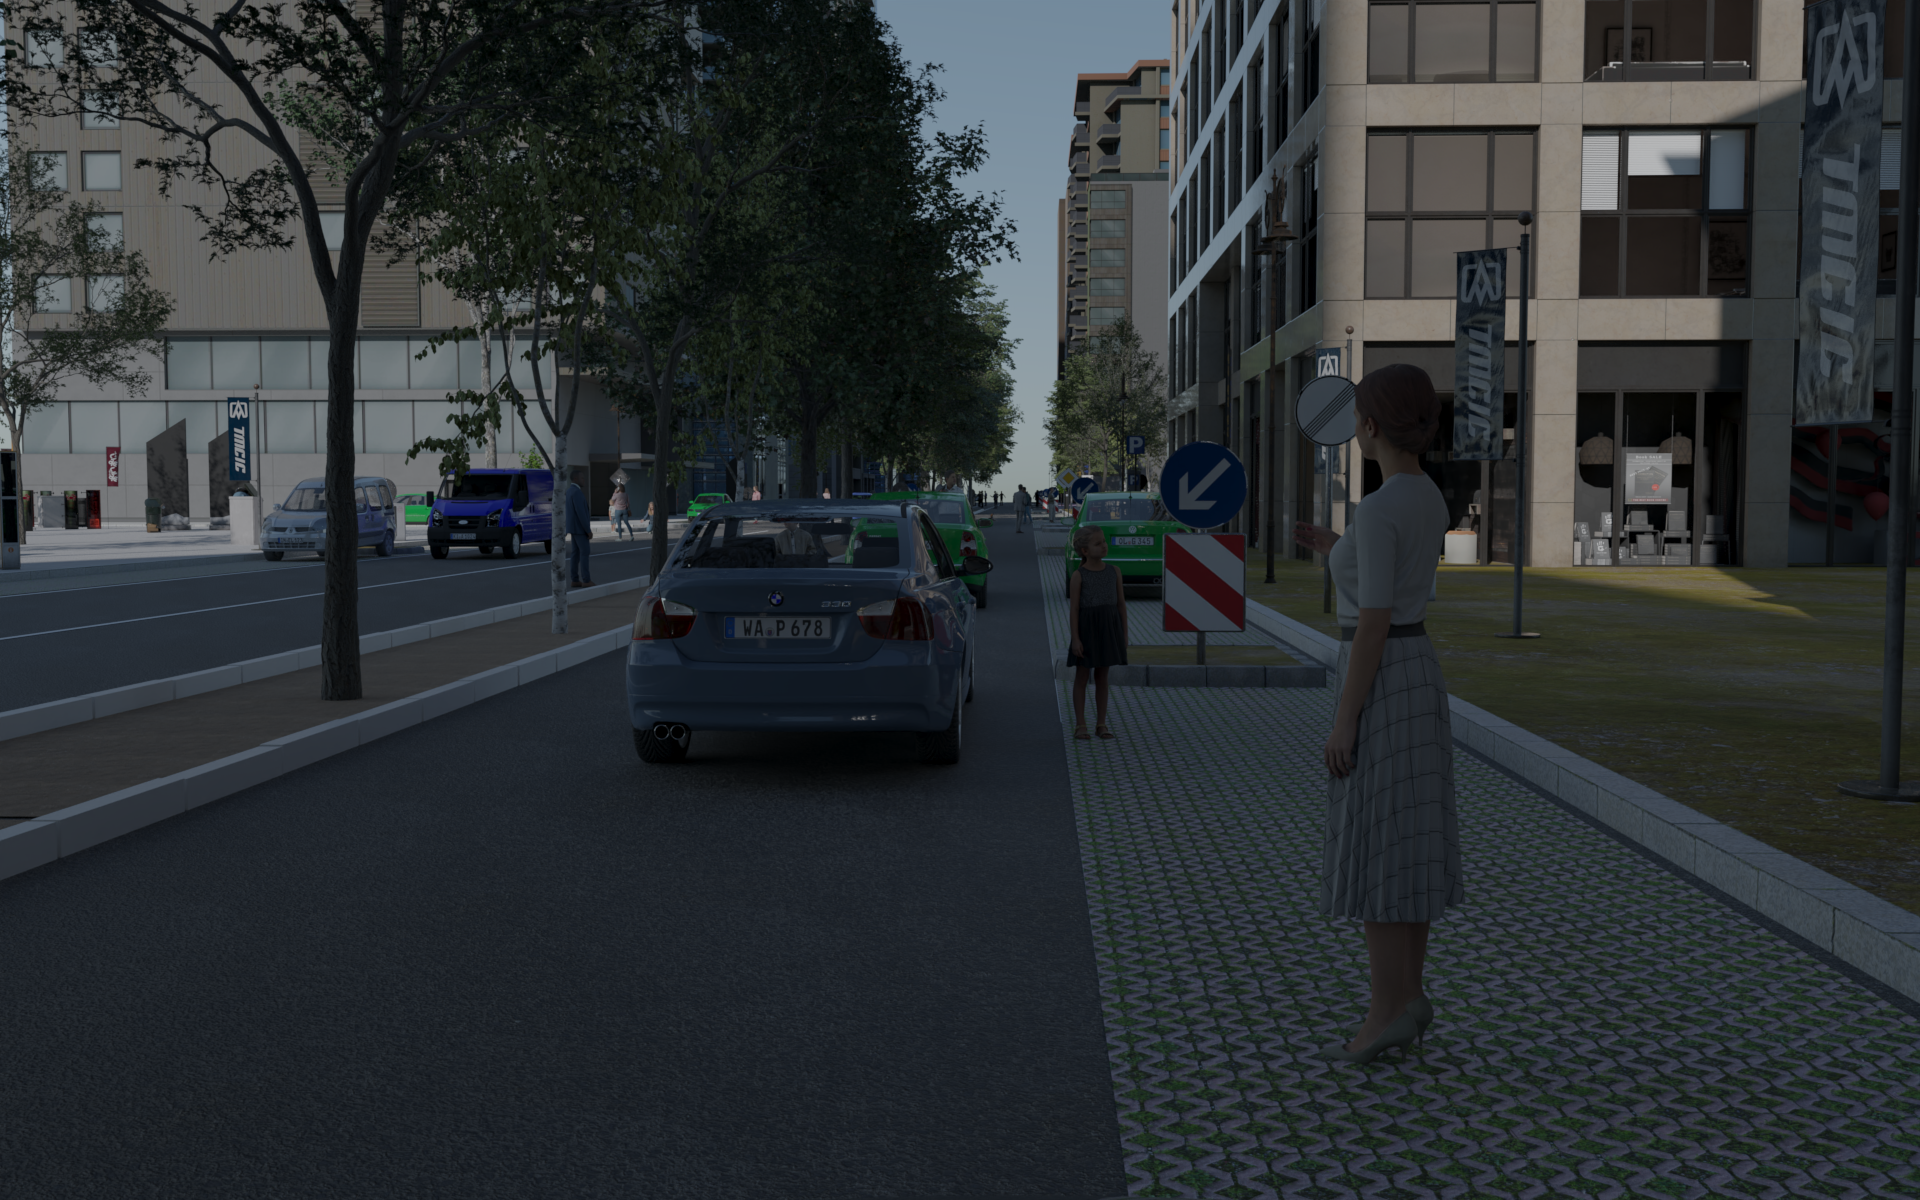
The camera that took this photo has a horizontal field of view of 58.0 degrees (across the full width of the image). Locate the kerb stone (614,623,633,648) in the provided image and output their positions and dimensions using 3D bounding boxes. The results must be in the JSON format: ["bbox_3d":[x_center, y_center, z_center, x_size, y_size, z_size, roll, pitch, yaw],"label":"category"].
[{"bbox_3d":[-3.215,0.346,16.537,0.120,0.150,1.000,0,4,2],"label":"kerb stone"}]

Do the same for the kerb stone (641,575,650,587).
[{"bbox_3d":[-4.907,-0.285,26.863,0.120,0.150,1.000,0,4,2],"label":"kerb stone"}]

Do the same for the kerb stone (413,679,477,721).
[{"bbox_3d":[-3.420,0.664,11.409,0.120,0.150,1.000,0,4,2],"label":"kerb stone"}]

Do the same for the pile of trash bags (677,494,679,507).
[{"bbox_3d":[-18.647,-5.842,105.271,3.447,1.369,1.912,1,4,18],"label":"pile of trash bags"}]

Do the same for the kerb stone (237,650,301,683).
[{"bbox_3d":[-5.436,0.532,13.529,0.120,0.150,1.000,0,4,2],"label":"kerb stone"}]

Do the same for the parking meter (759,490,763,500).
[{"bbox_3d":[-12.867,-6.291,111.275,0.372,1.533,0.369,0,3,0],"label":"parking meter"}]

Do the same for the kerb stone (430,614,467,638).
[{"bbox_3d":[-5.273,0.280,17.634,0.120,0.150,1.000,0,4,2],"label":"kerb stone"}]

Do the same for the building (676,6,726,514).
[{"bbox_3d":[-23.877,-49.681,124.958,22.319,86.520,31.000,0,4,2],"label":"building"}]

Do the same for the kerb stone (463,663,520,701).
[{"bbox_3d":[-3.383,0.597,12.438,0.120,0.150,1.000,0,4,2],"label":"kerb stone"}]

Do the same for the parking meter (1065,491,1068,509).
[{"bbox_3d":[9.123,-8.521,147.730,0.372,1.533,0.369,0,3,0],"label":"parking meter"}]

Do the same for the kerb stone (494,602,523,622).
[{"bbox_3d":[-5.196,0.154,19.678,0.120,0.150,1.000,0,4,2],"label":"kerb stone"}]

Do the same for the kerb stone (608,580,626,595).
[{"bbox_3d":[-4.992,-0.160,24.813,0.120,0.150,1.000,0,4,2],"label":"kerb stone"}]

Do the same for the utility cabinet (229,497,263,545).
[{"bbox_3d":[-18.069,-2.001,43.879,1.020,1.237,0.306,2,4,34],"label":"utility cabinet"}]

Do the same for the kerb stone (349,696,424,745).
[{"bbox_3d":[-3.464,0.727,10.388,0.120,0.150,1.000,0,4,2],"label":"kerb stone"}]

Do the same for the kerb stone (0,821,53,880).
[{"bbox_3d":[-3.623,0.975,6.299,0.120,0.150,1.000,0,4,2],"label":"kerb stone"}]

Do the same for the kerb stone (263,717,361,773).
[{"bbox_3d":[-3.506,0.785,9.366,0.120,0.150,1.000,0,4,2],"label":"kerb stone"}]

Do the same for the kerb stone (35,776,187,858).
[{"bbox_3d":[-3.581,0.910,7.320,0.120,0.150,1.000,0,4,2],"label":"kerb stone"}]

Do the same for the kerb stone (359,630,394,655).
[{"bbox_3d":[-5.359,0.406,15.576,0.120,0.150,1.000,0,4,2],"label":"kerb stone"}]

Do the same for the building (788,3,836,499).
[{"bbox_3d":[-23.777,-37.989,163.120,21.231,58.520,28.212,0,4,2],"label":"building"}]

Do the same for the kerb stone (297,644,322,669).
[{"bbox_3d":[-5.401,0.468,14.550,0.120,0.150,1.000,0,4,2],"label":"kerb stone"}]

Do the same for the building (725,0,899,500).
[{"bbox_3d":[-19.642,-57.195,247.813,22.319,86.520,31.000,0,4,2],"label":"building"}]

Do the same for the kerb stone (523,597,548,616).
[{"bbox_3d":[-5.150,0.093,20.704,0.120,0.150,1.000,0,4,2],"label":"kerb stone"}]

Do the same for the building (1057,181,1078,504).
[{"bbox_3d":[21.293,-36.981,254.750,14.600,45.320,14.200,0,4,2],"label":"building"}]

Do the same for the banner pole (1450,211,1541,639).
[{"bbox_3d":[4.820,-1.563,15.573,0.863,3.779,0.401,3,4,38],"label":"banner pole"}]

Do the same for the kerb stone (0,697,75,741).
[{"bbox_3d":[-5.565,0.720,10.453,0.120,0.150,1.000,0,4,2],"label":"kerb stone"}]

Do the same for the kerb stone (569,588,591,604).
[{"bbox_3d":[-5.070,-0.035,22.770,0.120,0.150,1.000,0,4,2],"label":"kerb stone"}]

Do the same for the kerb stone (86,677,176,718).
[{"bbox_3d":[-5.522,0.657,11.477,0.120,0.150,1.000,0,4,2],"label":"kerb stone"}]

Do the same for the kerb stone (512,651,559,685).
[{"bbox_3d":[-3.336,0.534,13.462,0.120,0.150,1.000,0,4,2],"label":"kerb stone"}]

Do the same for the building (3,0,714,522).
[{"bbox_3d":[-28.563,-30.564,88.967,28.713,52.752,27.495,0,4,2],"label":"building"}]

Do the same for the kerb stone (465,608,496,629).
[{"bbox_3d":[-5.239,0.222,18.657,0.120,0.150,1.000,0,4,2],"label":"kerb stone"}]

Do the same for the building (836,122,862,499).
[{"bbox_3d":[-22.407,-34.562,188.782,21.300,48.544,21.600,0,4,2],"label":"building"}]

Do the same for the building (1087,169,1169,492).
[{"bbox_3d":[18.596,-23.635,158.130,14.160,30.474,14.107,0,4,2],"label":"building"}]

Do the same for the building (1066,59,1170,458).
[{"bbox_3d":[22.731,-32.077,179.076,22.147,44.769,28.867,0,4,2],"label":"building"}]

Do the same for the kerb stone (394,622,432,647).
[{"bbox_3d":[-5.320,0.350,16.602,0.120,0.150,1.000,0,4,2],"label":"kerb stone"}]

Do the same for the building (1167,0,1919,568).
[{"bbox_3d":[16.603,-14.788,46.298,19.350,26.468,34.151,0,4,2],"label":"building"}]

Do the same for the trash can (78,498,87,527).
[{"bbox_3d":[-34.306,-3.426,67.667,0.748,1.137,0.748,0,3,0],"label":"trash can"}]

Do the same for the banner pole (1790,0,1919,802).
[{"bbox_3d":[3.915,-1.070,7.511,0.401,3.779,0.863,-1,4,-14],"label":"banner pole"}]

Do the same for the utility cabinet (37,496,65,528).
[{"bbox_3d":[-34.723,-3.367,66.212,0.306,1.237,1.020,2,4,24],"label":"utility cabinet"}]

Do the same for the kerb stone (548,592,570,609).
[{"bbox_3d":[-5.117,0.035,21.735,0.120,0.150,1.000,0,4,2],"label":"kerb stone"}]

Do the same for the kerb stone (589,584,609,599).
[{"bbox_3d":[-5.035,-0.098,23.792,0.120,0.150,1.000,0,4,2],"label":"kerb stone"}]

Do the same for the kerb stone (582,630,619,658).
[{"bbox_3d":[-3.260,0.409,15.511,0.120,0.150,1.000,0,4,2],"label":"kerb stone"}]

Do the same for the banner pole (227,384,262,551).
[{"bbox_3d":[-16.191,-3.018,39.364,0.863,3.779,0.401,-1,4,-12],"label":"banner pole"}]

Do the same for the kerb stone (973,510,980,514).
[{"bbox_3d":[1.266,-6.580,129.772,0.120,0.150,1.000,0,4,2],"label":"kerb stone"}]

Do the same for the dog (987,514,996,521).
[{"bbox_3d":[1.695,-4.428,92.587,0.550,0.427,0.748,1,4,8],"label":"dog"}]

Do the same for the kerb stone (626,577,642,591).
[{"bbox_3d":[-4.956,-0.220,25.841,0.120,0.150,1.000,0,4,2],"label":"kerb stone"}]

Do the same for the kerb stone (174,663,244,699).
[{"bbox_3d":[-5.475,0.599,12.505,0.120,0.150,1.000,0,4,2],"label":"kerb stone"}]

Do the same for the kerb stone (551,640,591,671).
[{"bbox_3d":[-3.293,0.474,14.489,0.120,0.150,1.000,0,4,2],"label":"kerb stone"}]

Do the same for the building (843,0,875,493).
[{"bbox_3d":[-20.989,-47.177,209.596,20.563,71.187,20.611,0,4,2],"label":"building"}]

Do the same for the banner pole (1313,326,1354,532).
[{"bbox_3d":[5.643,-2.202,26.021,0.401,3.779,0.863,-3,5,-40],"label":"banner pole"}]

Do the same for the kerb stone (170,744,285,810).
[{"bbox_3d":[-3.539,0.853,8.345,0.120,0.150,1.000,0,4,2],"label":"kerb stone"}]

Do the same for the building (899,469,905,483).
[{"bbox_3d":[-21.168,-26.626,280.366,27.650,21.520,28.899,0,4,2],"label":"building"}]
